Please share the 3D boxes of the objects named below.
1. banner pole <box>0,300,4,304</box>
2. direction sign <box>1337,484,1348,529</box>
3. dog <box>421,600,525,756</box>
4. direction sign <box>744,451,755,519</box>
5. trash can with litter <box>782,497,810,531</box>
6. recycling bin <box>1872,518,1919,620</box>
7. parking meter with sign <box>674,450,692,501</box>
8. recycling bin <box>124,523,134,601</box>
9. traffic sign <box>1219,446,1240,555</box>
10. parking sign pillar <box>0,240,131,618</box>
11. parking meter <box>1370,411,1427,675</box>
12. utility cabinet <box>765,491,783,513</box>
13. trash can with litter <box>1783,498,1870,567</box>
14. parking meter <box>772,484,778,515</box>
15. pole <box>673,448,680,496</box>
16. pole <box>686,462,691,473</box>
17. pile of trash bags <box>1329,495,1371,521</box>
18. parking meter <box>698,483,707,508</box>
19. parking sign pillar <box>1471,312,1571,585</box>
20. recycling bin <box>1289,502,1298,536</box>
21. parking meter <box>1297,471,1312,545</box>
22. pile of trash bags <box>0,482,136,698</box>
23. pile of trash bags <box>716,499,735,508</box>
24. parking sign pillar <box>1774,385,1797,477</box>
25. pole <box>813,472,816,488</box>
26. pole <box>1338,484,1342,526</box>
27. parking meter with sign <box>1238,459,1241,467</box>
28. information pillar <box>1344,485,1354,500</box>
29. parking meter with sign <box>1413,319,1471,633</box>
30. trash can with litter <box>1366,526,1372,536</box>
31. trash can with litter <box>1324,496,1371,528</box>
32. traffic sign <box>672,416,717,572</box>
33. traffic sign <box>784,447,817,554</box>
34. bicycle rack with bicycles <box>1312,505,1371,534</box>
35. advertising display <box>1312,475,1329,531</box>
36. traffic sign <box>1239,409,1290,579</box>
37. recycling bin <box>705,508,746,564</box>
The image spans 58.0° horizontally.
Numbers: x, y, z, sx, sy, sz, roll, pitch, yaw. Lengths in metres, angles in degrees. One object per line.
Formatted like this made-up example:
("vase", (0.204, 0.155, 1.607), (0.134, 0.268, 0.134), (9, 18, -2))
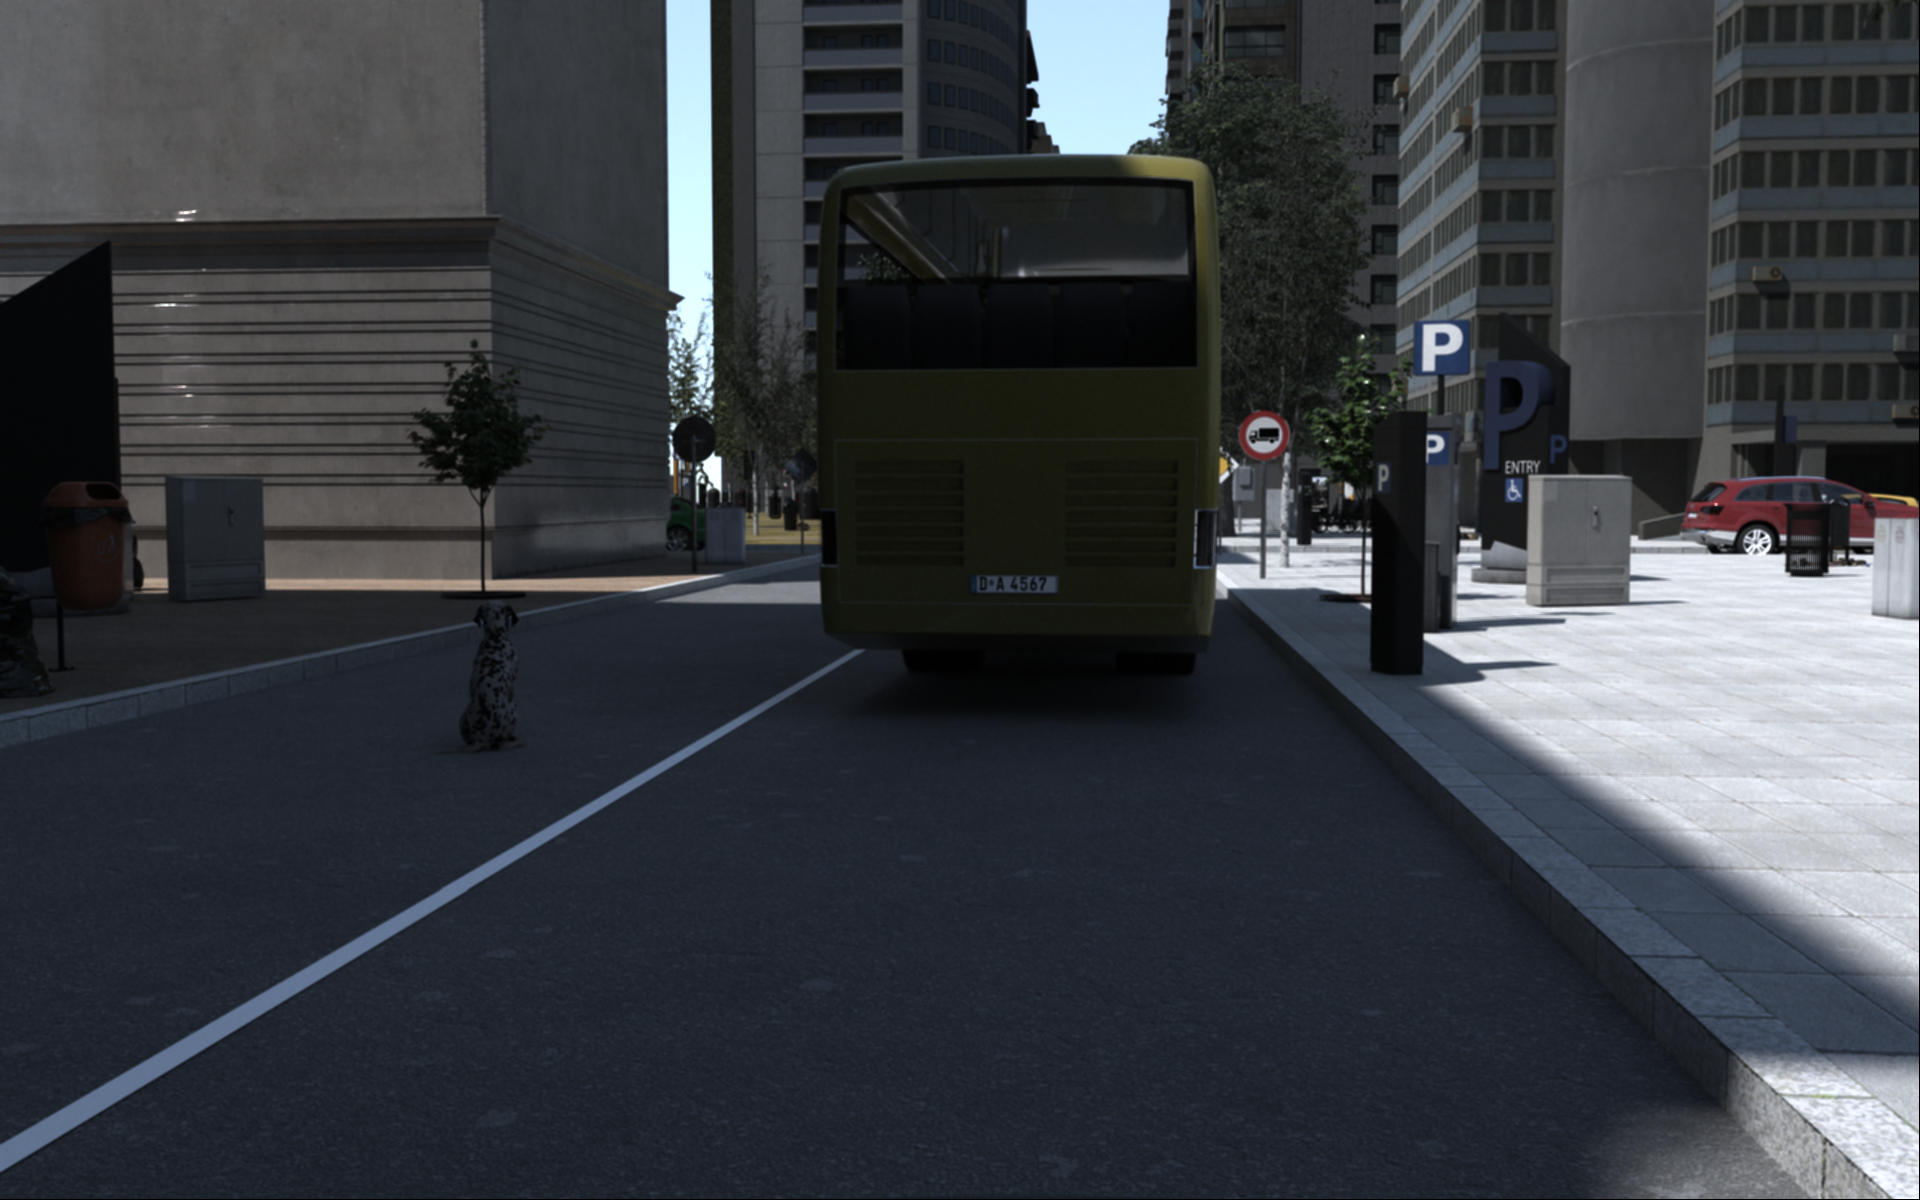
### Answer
("banner pole", (-12.486, -1.972, 22.258), (0.401, 3.779, 0.863), (2, 4, 26))
("direction sign", (14.119, -4.393, 63.822), (0.379, 3.537, 0.876), (-1, 4, -13))
("dog", (-2.751, 0.432, 9.773), (0.513, 0.831, 0.800), (2, 4, 35))
("direction sign", (-11.002, -6.027, 90.539), (0.379, 3.537, 0.876), (2, 4, 32))
("trash can with litter", (-5.692, -3.004, 60.497), (1.055, 1.170, 0.624), (2, 4, 33))
("recycling bin", (10.014, -0.333, 17.994), (0.722, 1.027, 0.722), (0, 3, 0))
("parking meter with sign", (-9.616, -3.981, 61.344), (0.543, 3.016, 1.738), (0, 4, 7))
("recycling bin", (-10.296, -0.488, 20.541), (0.722, 1.027, 0.722), (0, 4, -8))
("traffic sign", (5.465, -2.001, 36.364), (0.795, 2.450, 0.064), (0, 4, 5))
("parking sign pillar", (-9.692, -1.834, 18.451), (1.447, 3.967, 1.447), (-1, 4, -19))
("parking meter", (3.137, -0.410, 12.408), (0.255, 1.863, 0.399), (-1, 4, -12))
("utility cabinet", (-12.231, -6.436, 113.912), (1.173, 1.500, 0.318), (0, 4, -5))
("trash can with litter", (15.494, -1.228, 31.142), (2.233, 1.210, 1.678), (-2, 4, -32))
("parking meter", (-11.213, -6.073, 105.006), (0.255, 1.863, 0.399), (-2, 4, -31))
("pole", (-10.160, -4.171, 62.041), (0.158, 3.312, 0.155), (0, 3, 0))
("pole", (-11.265, -4.766, 71.763), (0.158, 3.312, 0.155), (0, 3, 0))
("pile of trash bags", (18.248, -4.477, 82.959), (3.447, 1.369, 1.912), (0, 4, -3))
("parking meter", (-13.485, -5.203, 90.786), (0.255, 1.863, 0.399), (3, 5, 41))
("parking sign pillar", (8.202, -2.242, 25.132), (1.447, 3.967, 1.447), (-2, 4, -26))
("recycling bin", (10.288, -2.472, 52.968), (0.722, 1.027, 0.722), (2, 4, 32))
("parking meter", (8.648, -2.308, 43.452), (0.255, 1.863, 0.399), (-1, 4, -11))
("pile of trash bags", (-6.709, -0.085, 11.136), (1.912, 1.369, 3.447), (1, 4, 17))
("pile of trash bags", (-7.475, -2.241, 46.394), (3.447, 1.369, 1.912), (1, 4, 21))
("parking sign pillar", (20.658, -3.361, 43.432), (1.447, 3.967, 1.447), (2, 4, 23))
("pole", (-9.097, -6.993, 108.179), (0.158, 3.312, 0.155), (0, 3, 0))
("pole", (15.221, -4.603, 69.094), (0.158, 3.312, 0.155), (0, 3, 0))
("parking meter with sign", (12.982, -5.471, 85.714), (1.738, 3.016, 0.543), (1, 4, 16))
("information pillar", (19.214, -5.761, 85.553), (0.504, 3.616, 0.183), (3, 5, 39))
("parking meter with sign", (4.549, -1.250, 16.694), (0.543, 3.016, 1.738), (1, 4, 20))
("trash can with litter", (12.912, -2.524, 52.648), (1.055, 1.170, 0.624), (-2, 4, -26))
("trash can with litter", (15.347, -3.365, 66.073), (2.233, 1.210, 1.678), (-3, 5, -41))
("traffic sign", (-4.350, -1.725, 28.315), (0.768, 2.556, 0.104), (1, 4, 12))
("traffic sign", (-3.387, -2.054, 37.224), (0.795, 2.450, 0.064), (0, 4, 5))
("bicycle rack with bicycles", (12.717, -2.692, 57.404), (2.925, 0.926, 2.852), (0, 4, -6))
("advertising display", (12.318, -3.361, 60.161), (0.974, 1.923, 0.123), (2, 4, 25))
("traffic sign", (4.595, -1.596, 26.194), (0.768, 2.556, 0.104), (1, 4, 14))
("recycling bin", (-4.328, -1.187, 31.960), (0.722, 1.027, 0.722), (0, 4, -6))
